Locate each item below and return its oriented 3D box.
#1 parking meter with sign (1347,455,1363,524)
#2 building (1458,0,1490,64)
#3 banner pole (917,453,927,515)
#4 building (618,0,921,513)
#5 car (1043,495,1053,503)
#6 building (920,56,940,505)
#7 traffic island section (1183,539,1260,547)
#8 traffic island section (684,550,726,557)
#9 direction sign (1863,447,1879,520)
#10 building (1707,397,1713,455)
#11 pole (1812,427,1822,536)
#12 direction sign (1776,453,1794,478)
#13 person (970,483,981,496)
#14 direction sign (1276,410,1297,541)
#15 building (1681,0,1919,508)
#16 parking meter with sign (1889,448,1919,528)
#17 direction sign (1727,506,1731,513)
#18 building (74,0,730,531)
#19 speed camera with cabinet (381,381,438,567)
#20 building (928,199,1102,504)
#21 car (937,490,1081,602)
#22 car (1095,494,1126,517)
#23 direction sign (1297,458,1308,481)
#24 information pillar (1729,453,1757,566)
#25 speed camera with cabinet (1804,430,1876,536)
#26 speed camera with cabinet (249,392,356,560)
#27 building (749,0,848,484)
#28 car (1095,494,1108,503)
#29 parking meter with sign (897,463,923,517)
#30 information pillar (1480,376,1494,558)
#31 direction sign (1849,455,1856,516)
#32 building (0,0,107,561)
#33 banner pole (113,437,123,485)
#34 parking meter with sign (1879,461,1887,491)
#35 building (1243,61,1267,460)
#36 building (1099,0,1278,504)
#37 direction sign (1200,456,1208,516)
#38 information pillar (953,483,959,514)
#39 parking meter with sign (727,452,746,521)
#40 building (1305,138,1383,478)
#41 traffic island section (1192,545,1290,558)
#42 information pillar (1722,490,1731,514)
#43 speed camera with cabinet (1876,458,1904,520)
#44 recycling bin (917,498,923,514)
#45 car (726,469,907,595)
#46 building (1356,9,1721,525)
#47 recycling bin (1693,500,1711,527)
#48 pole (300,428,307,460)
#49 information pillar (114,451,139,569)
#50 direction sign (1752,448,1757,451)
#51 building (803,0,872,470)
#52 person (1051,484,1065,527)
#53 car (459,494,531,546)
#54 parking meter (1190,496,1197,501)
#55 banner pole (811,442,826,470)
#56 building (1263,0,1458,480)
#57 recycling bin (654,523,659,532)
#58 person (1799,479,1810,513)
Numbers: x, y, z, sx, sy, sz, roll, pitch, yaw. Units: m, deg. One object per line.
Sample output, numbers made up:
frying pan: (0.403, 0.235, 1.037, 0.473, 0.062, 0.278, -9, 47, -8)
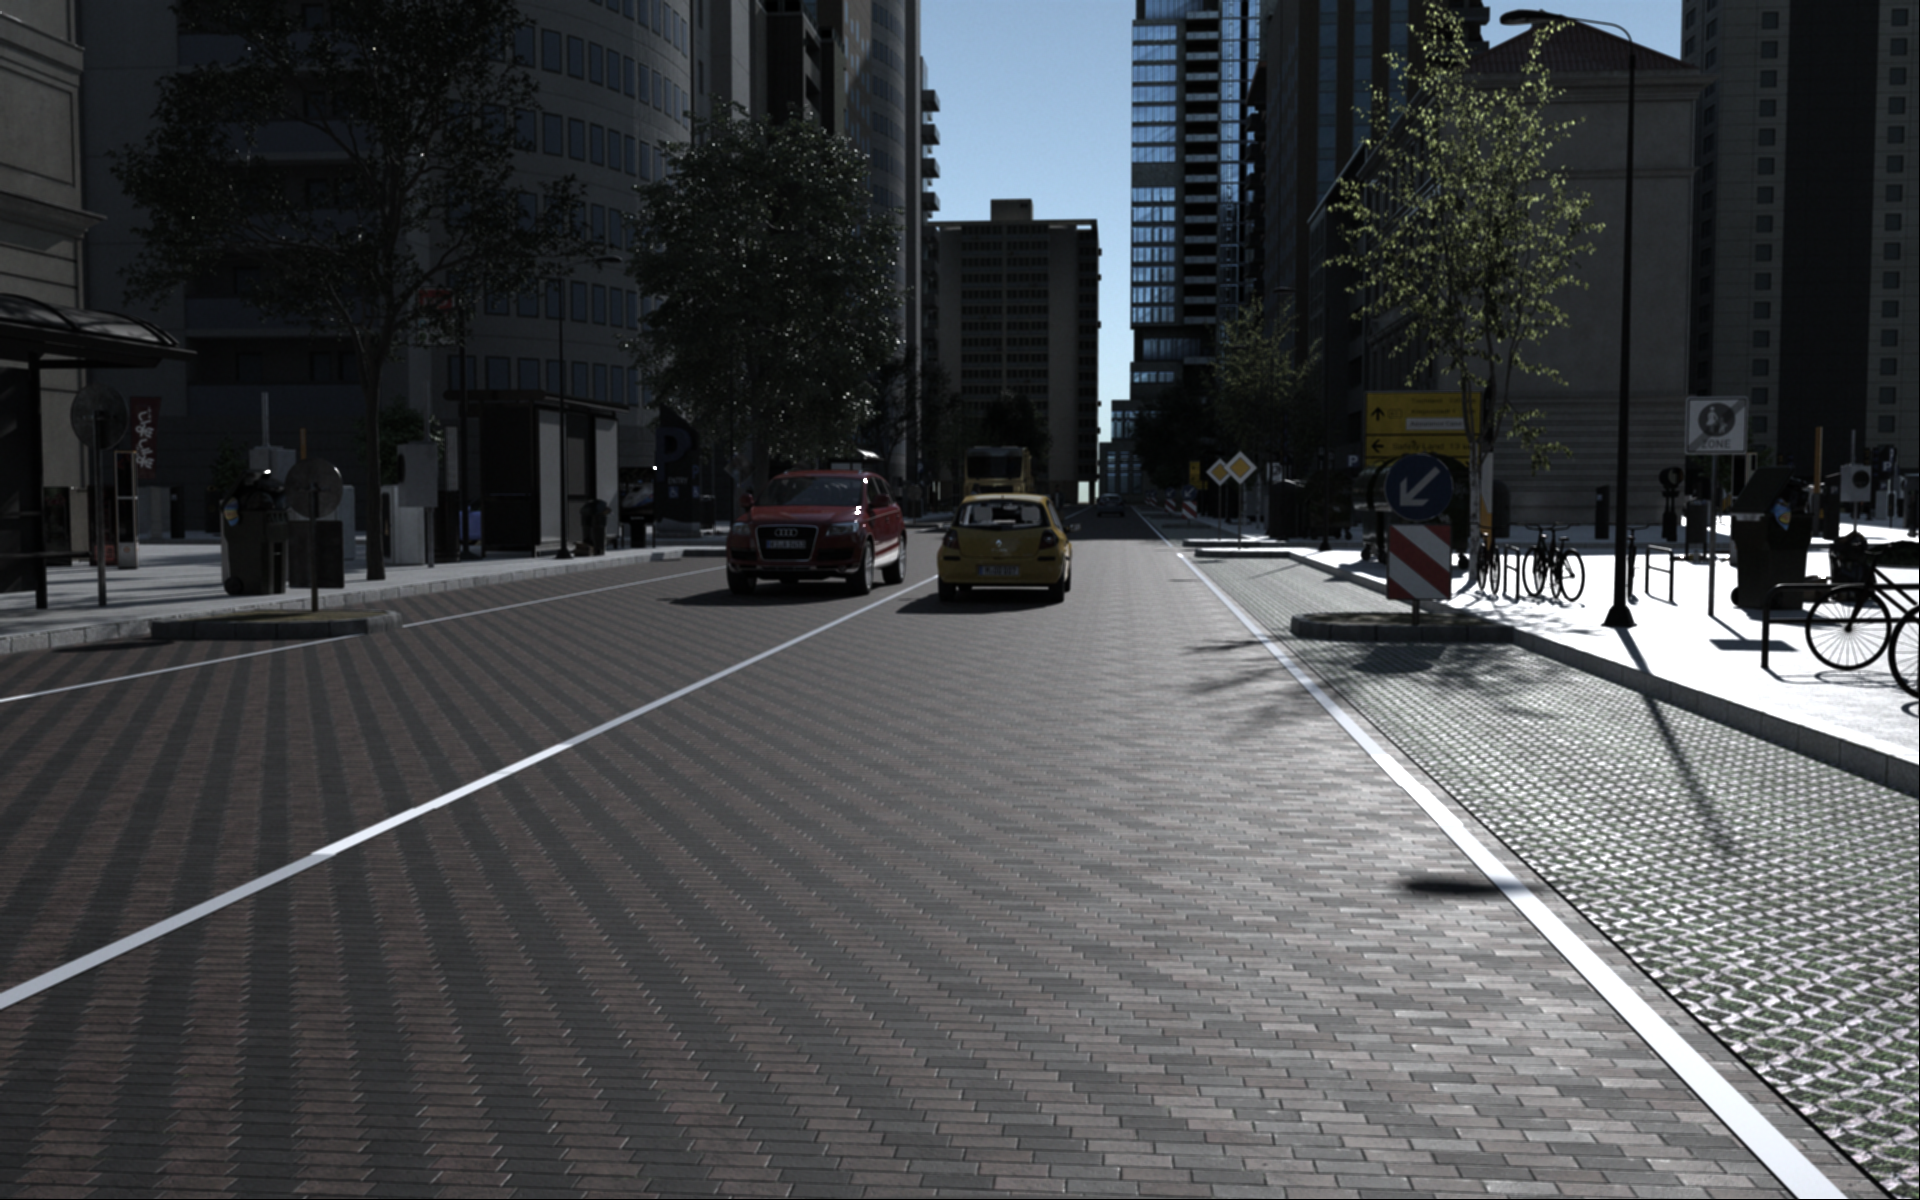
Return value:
parking meter with sign: (17.386, -4.881, 76.059, 0.543, 3.016, 1.738, 0, 4, 3)
building: (32.971, -29.798, 137.302, 14.600, 45.320, 14.200, 0, 4, 5)
banner pole: (-2.399, -7.107, 106.208, 0.863, 3.779, 0.401, -3, 4, -38)
building: (-15.501, -37.395, 153.410, 21.231, 58.520, 28.212, 0, 4, 5)
car: (6.709, -7.870, 141.035, 2.083, 1.381, 4.827, 0, 4, 5)
building: (-17.743, -34.372, 181.598, 30.456, 49.044, 23.786, 0, 4, 5)
traffic island section: (7.200, -1.569, 47.933, 2.009, 0.180, 2.903, 0, 4, 5)
traffic island section: (-5.222, -1.148, 41.056, 2.009, 0.180, 2.903, 0, 4, 5)
direction sign: (44.384, -5.654, 84.445, 0.379, 3.537, 0.876, -1, 4, -20)
building: (78.541, -36.746, 220.402, 30.456, 49.044, 23.786, 0, 4, 5)
pole: (25.973, -3.586, 52.470, 0.158, 3.312, 0.155, 0, 3, 0)
direction sign: (45.954, -6.394, 96.540, 0.876, 3.537, 0.379, 3, 4, 39)
person: (0.462, -2.970, 57.323, 0.793, 1.790, 0.793, 3, 4, 39)
direction sign: (8.843, -3.387, 47.369, 0.379, 3.537, 0.876, 0, 4, -2)
building: (83.007, -44.956, 173.288, 20.611, 71.187, 20.563, 0, 4, 5)
parking meter with sign: (36.011, -4.219, 65.249, 1.738, 3.016, 0.543, 1, 4, 12)
direction sign: (51.497, -7.575, 115.844, 0.379, 3.537, 0.876, 0, 4, -7)
building: (-22.159, -32.443, 72.450, 21.231, 58.520, 28.212, 0, 4, 5)
speed camera with cabinet: (-9.834, -2.233, 30.854, 0.660, 3.252, 2.038, -2, 4, -30)
building: (6.756, -32.972, 230.972, 23.993, 40.220, 32.217, 0, 4, 5)
car: (0.692, -0.873, 24.495, 2.015, 1.641, 3.980, 0, 4, 5)
car: (9.644, -6.040, 110.755, 2.014, 1.417, 4.499, 0, 4, 4)
direction sign: (21.745, -7.227, 110.154, 0.876, 3.537, 0.379, 3, 5, 43)
information pillar: (13.959, -1.613, 30.873, 0.304, 2.012, 0.304, -2, 4, -33)
speed camera with cabinet: (26.765, -3.589, 53.009, 2.038, 3.252, 0.660, 0, 4, -6)
speed camera with cabinet: (-12.798, -2.407, 33.698, 2.038, 3.252, 0.660, 1, 4, 19)
building: (-14.706, -20.251, 102.802, 14.160, 30.474, 14.107, 0, 4, 5)
car: (14.347, -9.699, 170.374, 2.131, 1.459, 4.920, 0, 4, 4)
parking meter with sign: (-2.889, -6.202, 97.667, 1.738, 3.016, 0.543, 3, 5, 41)
information pillar: (10.535, -2.645, 34.607, 0.183, 3.616, 0.504, 0, 4, -1)
direction sign: (51.376, -6.583, 99.628, 0.379, 3.537, 0.876, 3, 4, 37)
building: (-31.746, -11.860, 27.190, 30.059, 22.955, 16.112, 0, 4, 5)
banner pole: (-28.015, -4.141, 57.722, 0.401, 3.779, 0.863, 0, 4, -2)
parking meter with sign: (48.548, -5.793, 90.981, 0.543, 3.016, 1.738, 3, 4, 37)
building: (39.980, -31.750, 173.733, 22.147, 44.769, 28.867, 0, 4, 5)
building: (33.748, -55.666, 222.816, 31.000, 86.520, 22.319, 0, 4, 5)
direction sign: (14.392, -6.746, 102.296, 0.379, 3.537, 0.876, 3, 4, 38)
information pillar: (-0.269, -6.648, 113.186, 0.304, 2.012, 0.304, 3, 4, 38)
parking meter with sign: (-8.861, -4.465, 69.260, 0.543, 3.016, 1.738, -1, 4, -18)
building: (29.948, -17.557, 106.117, 14.314, 24.678, 30.058, 0, 4, 5)
traffic island section: (6.469, -1.083, 39.981, 2.009, 0.180, 2.903, 0, 4, 5)
information pillar: (49.729, -7.398, 112.316, 0.504, 3.616, 0.183, 0, 4, 5)
speed camera with cabinet: (47.172, -5.710, 87.690, 2.038, 3.252, 0.660, -2, 4, -35)
recycling bin: (-2.790, -5.813, 107.600, 0.722, 1.027, 0.722, 3, 4, 36)
car: (-2.090, -1.085, 26.415, 2.281, 1.827, 5.304, 0, 4, 7)
building: (25.732, -14.969, 80.902, 11.583, 22.565, 21.152, 0, 4, 5)
recycling bin: (29.438, -3.427, 68.580, 0.722, 1.027, 0.722, 2, 4, 29)
pole: (-20.228, -3.644, 53.418, 0.158, 3.312, 0.155, 0, 3, 0)
information pillar: (-14.223, -1.534, 29.570, 0.304, 2.012, 0.304, -1, 4, -18)
direction sign: (39.081, -5.750, 86.016, 0.379, 3.537, 0.876, -3, 4, -38)
building: (-14.577, -29.463, 131.834, 14.600, 45.320, 14.200, 0, 4, 5)
person: (4.065, -3.840, 71.262, 0.794, 1.824, 0.713, 3, 5, 42)
car: (-12.558, -2.288, 47.003, 3.694, 1.707, 1.945, 0, 4, 5)
parking meter: (13.956, -5.820, 103.572, 0.372, 1.533, 0.369, 0, 3, 0)
banner pole: (-5.765, -4.964, 71.183, 0.863, 3.779, 0.401, -1, 4, -12)
building: (34.293, -30.692, 151.918, 14.600, 45.320, 14.200, 0, 4, 5)
recycling bin: (-9.553, -2.709, 56.851, 0.722, 1.027, 0.722, 2, 4, 27)
person: (19.949, -2.042, 42.106, 0.699, 1.804, 1.509, -2, 4, -32)
